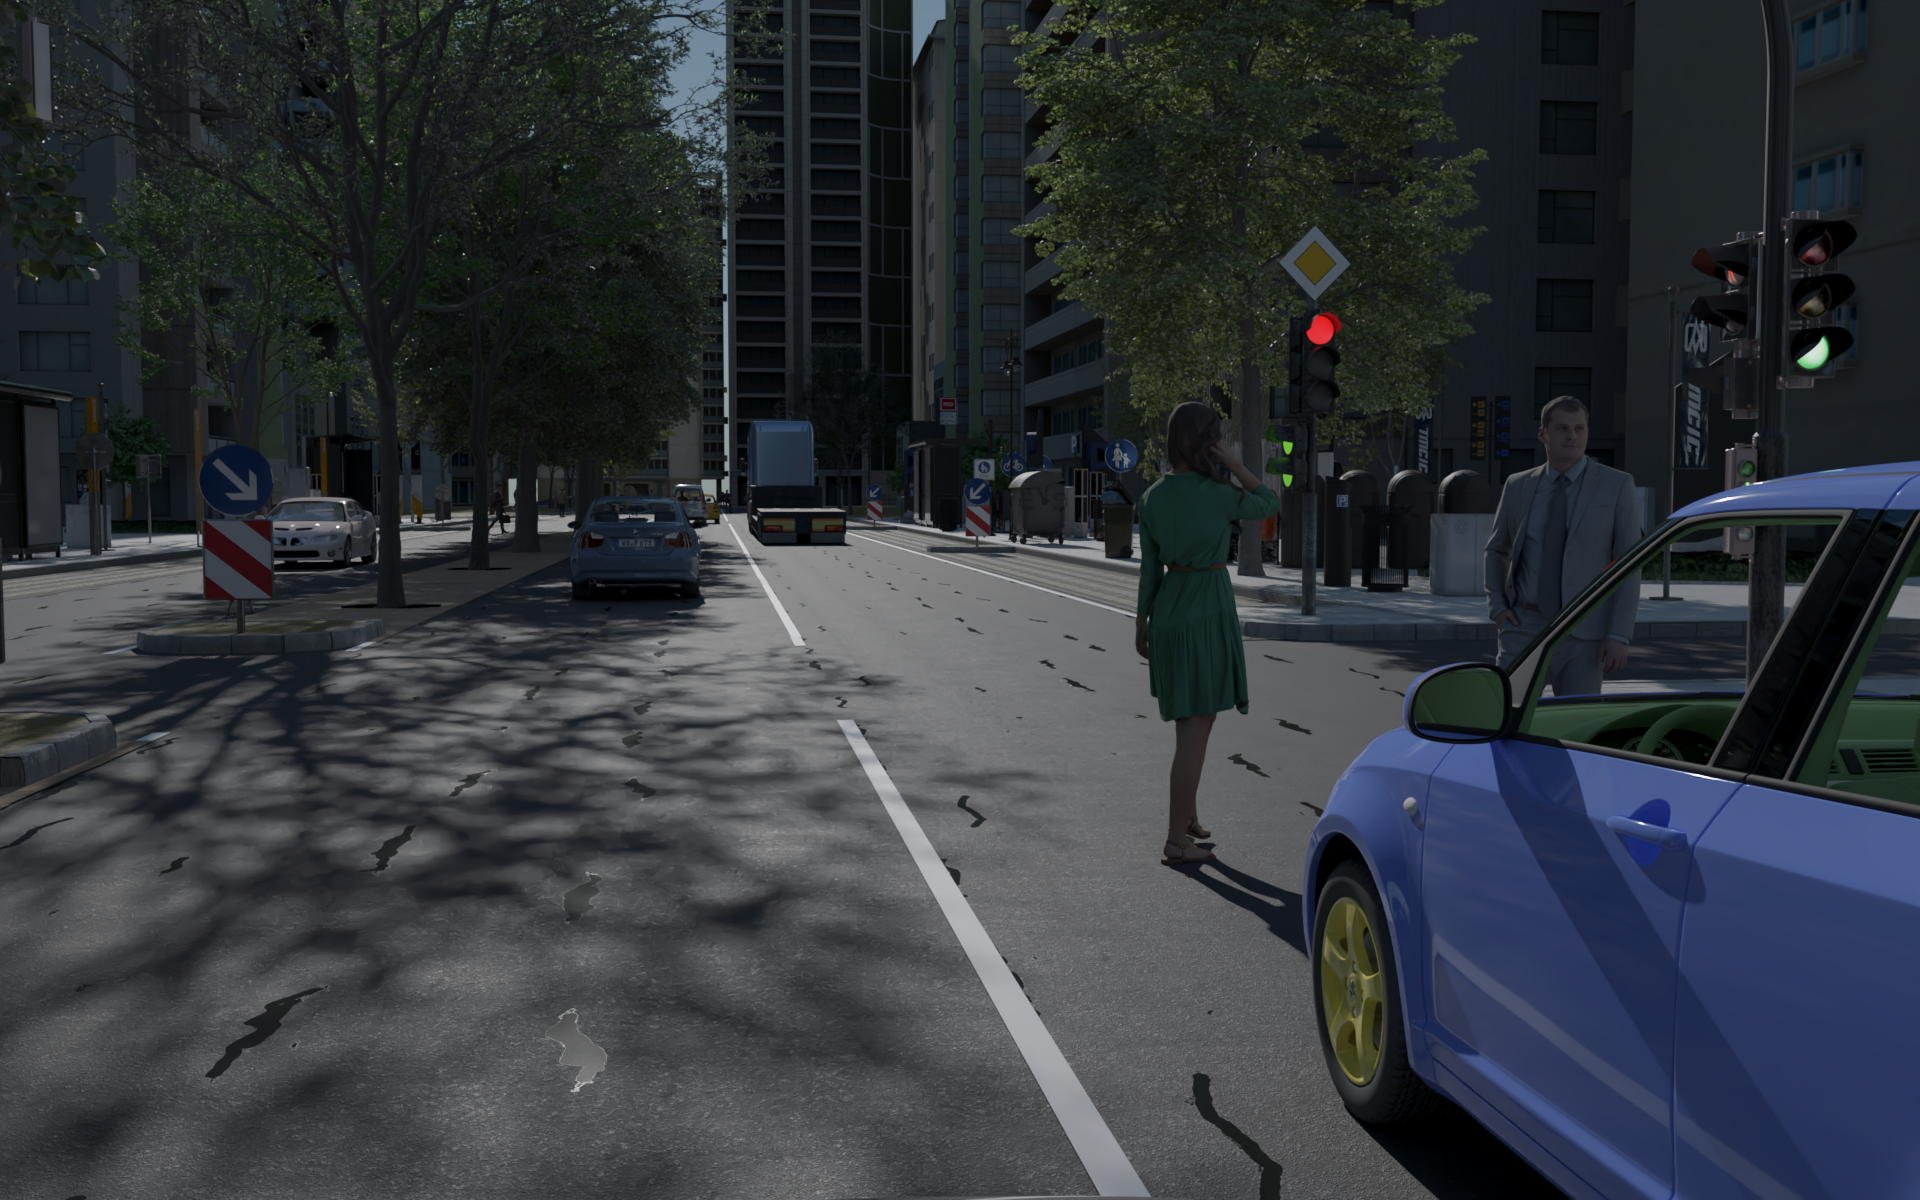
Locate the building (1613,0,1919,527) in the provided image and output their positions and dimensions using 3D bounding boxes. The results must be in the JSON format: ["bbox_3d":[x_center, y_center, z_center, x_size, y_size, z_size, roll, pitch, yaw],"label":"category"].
[{"bbox_3d":[27.625,-25.408,39.123,21.600,48.544,21.300,-1,4,-8],"label":"building"}]

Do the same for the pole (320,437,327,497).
[{"bbox_3d":[-22.845,-4.182,62.220,0.158,3.312,0.155,0,3,0],"label":"pole"}]

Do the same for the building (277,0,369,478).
[{"bbox_3d":[-47.705,-48.194,100.642,22.319,86.520,31.000,-1,4,-8],"label":"building"}]

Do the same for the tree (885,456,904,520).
[{"bbox_3d":[-3.055,-5.669,87.290,1.663,3.219,1.824,0,3,0],"label":"tree"}]

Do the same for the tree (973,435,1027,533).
[{"bbox_3d":[1.434,-3.832,57.257,1.663,3.219,1.824,0,3,0],"label":"tree"}]

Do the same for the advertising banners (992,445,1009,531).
[{"bbox_3d":[1.427,-3.955,60.858,0.090,3.025,2.074,1,4,19],"label":"advertising banners"}]

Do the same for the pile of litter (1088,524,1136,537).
[{"bbox_3d":[4.602,-2.306,51.671,1.176,0.858,1.719,-3,5,-45],"label":"pile of litter"}]

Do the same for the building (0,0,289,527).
[{"bbox_3d":[-37.171,-23.729,71.561,14.154,41.232,14.086,-1,4,-8],"label":"building"}]

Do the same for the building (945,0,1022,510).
[{"bbox_3d":[5.707,-26.932,123.938,14.154,41.232,14.086,-1,4,-8],"label":"building"}]

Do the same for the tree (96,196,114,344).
[{"bbox_3d":[-21.709,-7.755,52.543,9.928,11.665,9.643,0,3,0],"label":"tree"}]

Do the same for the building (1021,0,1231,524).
[{"bbox_3d":[15.357,-28.170,84.281,21.300,48.544,21.600,-1,4,-8],"label":"building"}]

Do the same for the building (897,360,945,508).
[{"bbox_3d":[7.305,-50.974,146.100,22.319,86.520,31.000,-1,4,-8],"label":"building"}]

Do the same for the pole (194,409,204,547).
[{"bbox_3d":[-18.305,-2.926,41.676,0.158,3.312,0.155,0,3,0],"label":"pole"}]

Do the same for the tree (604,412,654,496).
[{"bbox_3d":[-15.524,-7.672,78.251,4.360,8.622,3.978,0,3,0],"label":"tree"}]

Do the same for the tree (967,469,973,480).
[{"bbox_3d":[1.160,-4.972,75.900,1.663,3.219,1.824,0,3,0],"label":"tree"}]

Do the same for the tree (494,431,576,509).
[{"bbox_3d":[-35.437,-13.212,150.434,7.601,10.594,8.767,2,4,24],"label":"tree"}]

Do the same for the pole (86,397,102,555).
[{"bbox_3d":[-18.291,-2.613,36.567,0.158,3.312,0.155,0,3,0],"label":"pole"}]

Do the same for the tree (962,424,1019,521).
[{"bbox_3d":[1.230,-5.983,81.542,4.285,4.588,4.351,0,3,0],"label":"tree"}]

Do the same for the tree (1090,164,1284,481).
[{"bbox_3d":[4.537,-5.297,36.975,4.360,8.622,3.978,0,3,0],"label":"tree"}]

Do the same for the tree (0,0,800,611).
[{"bbox_3d":[-7.078,-6.626,21.159,12.009,13.543,11.850,0,3,0],"label":"tree"}]

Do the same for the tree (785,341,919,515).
[{"bbox_3d":[-6.587,-10.434,105.012,8.767,10.594,7.601,0,4,2],"label":"tree"}]

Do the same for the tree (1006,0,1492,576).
[{"bbox_3d":[4.185,-6.666,27.109,7.486,12.596,7.792,0,3,0],"label":"tree"}]

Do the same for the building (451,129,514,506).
[{"bbox_3d":[-60.218,-34.455,187.037,21.600,48.544,21.300,-1,4,-8],"label":"building"}]

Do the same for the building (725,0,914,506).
[{"bbox_3d":[-15.563,-46.140,192.642,20.611,71.187,20.563,-1,4,-8],"label":"building"}]

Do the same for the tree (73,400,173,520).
[{"bbox_3d":[-29.372,-4.710,60.722,4.285,4.588,4.351,0,3,0],"label":"tree"}]

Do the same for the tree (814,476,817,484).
[{"bbox_3d":[-15.013,-10.965,162.992,4.285,4.588,4.351,0,3,0],"label":"tree"}]

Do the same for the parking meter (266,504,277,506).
[{"bbox_3d":[-19.673,-2.518,49.579,0.372,1.533,0.369,0,3,0],"label":"parking meter"}]

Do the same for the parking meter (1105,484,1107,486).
[{"bbox_3d":[3.830,-2.150,43.559,0.372,1.533,0.369,0,3,0],"label":"parking meter"}]

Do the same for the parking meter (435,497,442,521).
[{"bbox_3d":[-24.944,-4.563,83.015,0.372,1.533,0.369,0,3,0],"label":"parking meter"}]

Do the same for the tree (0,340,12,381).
[{"bbox_3d":[-35.505,-6.793,61.435,4.360,8.622,3.978,0,3,0],"label":"tree"}]

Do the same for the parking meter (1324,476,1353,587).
[{"bbox_3d":[5.245,-0.955,24.023,0.372,1.533,0.369,0,3,0],"label":"parking meter"}]

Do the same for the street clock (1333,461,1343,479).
[{"bbox_3d":[7.988,-2.004,37.336,0.358,2.002,0.471,-3,5,-42],"label":"street clock"}]

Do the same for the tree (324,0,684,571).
[{"bbox_3d":[-8.907,-6.355,32.115,9.928,11.665,9.643,0,3,0],"label":"tree"}]

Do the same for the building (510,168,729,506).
[{"bbox_3d":[-38.551,-30.882,196.798,23.993,40.220,32.217,-1,4,-8],"label":"building"}]

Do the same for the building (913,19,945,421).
[{"bbox_3d":[8.221,-37.400,200.723,27.495,52.752,28.713,-1,4,-8],"label":"building"}]

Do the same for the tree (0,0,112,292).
[{"bbox_3d":[-5.169,-5.833,4.488,9.857,13.997,8.962,0,3,0],"label":"tree"}]

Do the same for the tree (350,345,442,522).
[{"bbox_3d":[-25.232,-7.864,78.931,4.360,8.622,3.978,0,3,0],"label":"tree"}]

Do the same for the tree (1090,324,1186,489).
[{"bbox_3d":[7.525,-7.359,70.686,4.737,8.622,4.395,0,3,0],"label":"tree"}]

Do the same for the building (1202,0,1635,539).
[{"bbox_3d":[15.033,-17.380,55.865,14.160,30.474,14.107,-1,4,-8],"label":"building"}]

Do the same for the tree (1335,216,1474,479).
[{"bbox_3d":[11.298,-5.785,44.954,4.737,8.622,4.395,0,3,0],"label":"tree"}]

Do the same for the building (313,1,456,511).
[{"bbox_3d":[-55.562,-33.635,139.166,27.495,52.752,28.713,-1,4,-8],"label":"building"}]

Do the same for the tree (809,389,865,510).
[{"bbox_3d":[-8.095,-10.085,115.255,4.360,8.622,3.978,0,3,0],"label":"tree"}]

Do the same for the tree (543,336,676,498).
[{"bbox_3d":[-15.034,-9.238,71.624,7.486,12.596,7.792,0,3,0],"label":"tree"}]
